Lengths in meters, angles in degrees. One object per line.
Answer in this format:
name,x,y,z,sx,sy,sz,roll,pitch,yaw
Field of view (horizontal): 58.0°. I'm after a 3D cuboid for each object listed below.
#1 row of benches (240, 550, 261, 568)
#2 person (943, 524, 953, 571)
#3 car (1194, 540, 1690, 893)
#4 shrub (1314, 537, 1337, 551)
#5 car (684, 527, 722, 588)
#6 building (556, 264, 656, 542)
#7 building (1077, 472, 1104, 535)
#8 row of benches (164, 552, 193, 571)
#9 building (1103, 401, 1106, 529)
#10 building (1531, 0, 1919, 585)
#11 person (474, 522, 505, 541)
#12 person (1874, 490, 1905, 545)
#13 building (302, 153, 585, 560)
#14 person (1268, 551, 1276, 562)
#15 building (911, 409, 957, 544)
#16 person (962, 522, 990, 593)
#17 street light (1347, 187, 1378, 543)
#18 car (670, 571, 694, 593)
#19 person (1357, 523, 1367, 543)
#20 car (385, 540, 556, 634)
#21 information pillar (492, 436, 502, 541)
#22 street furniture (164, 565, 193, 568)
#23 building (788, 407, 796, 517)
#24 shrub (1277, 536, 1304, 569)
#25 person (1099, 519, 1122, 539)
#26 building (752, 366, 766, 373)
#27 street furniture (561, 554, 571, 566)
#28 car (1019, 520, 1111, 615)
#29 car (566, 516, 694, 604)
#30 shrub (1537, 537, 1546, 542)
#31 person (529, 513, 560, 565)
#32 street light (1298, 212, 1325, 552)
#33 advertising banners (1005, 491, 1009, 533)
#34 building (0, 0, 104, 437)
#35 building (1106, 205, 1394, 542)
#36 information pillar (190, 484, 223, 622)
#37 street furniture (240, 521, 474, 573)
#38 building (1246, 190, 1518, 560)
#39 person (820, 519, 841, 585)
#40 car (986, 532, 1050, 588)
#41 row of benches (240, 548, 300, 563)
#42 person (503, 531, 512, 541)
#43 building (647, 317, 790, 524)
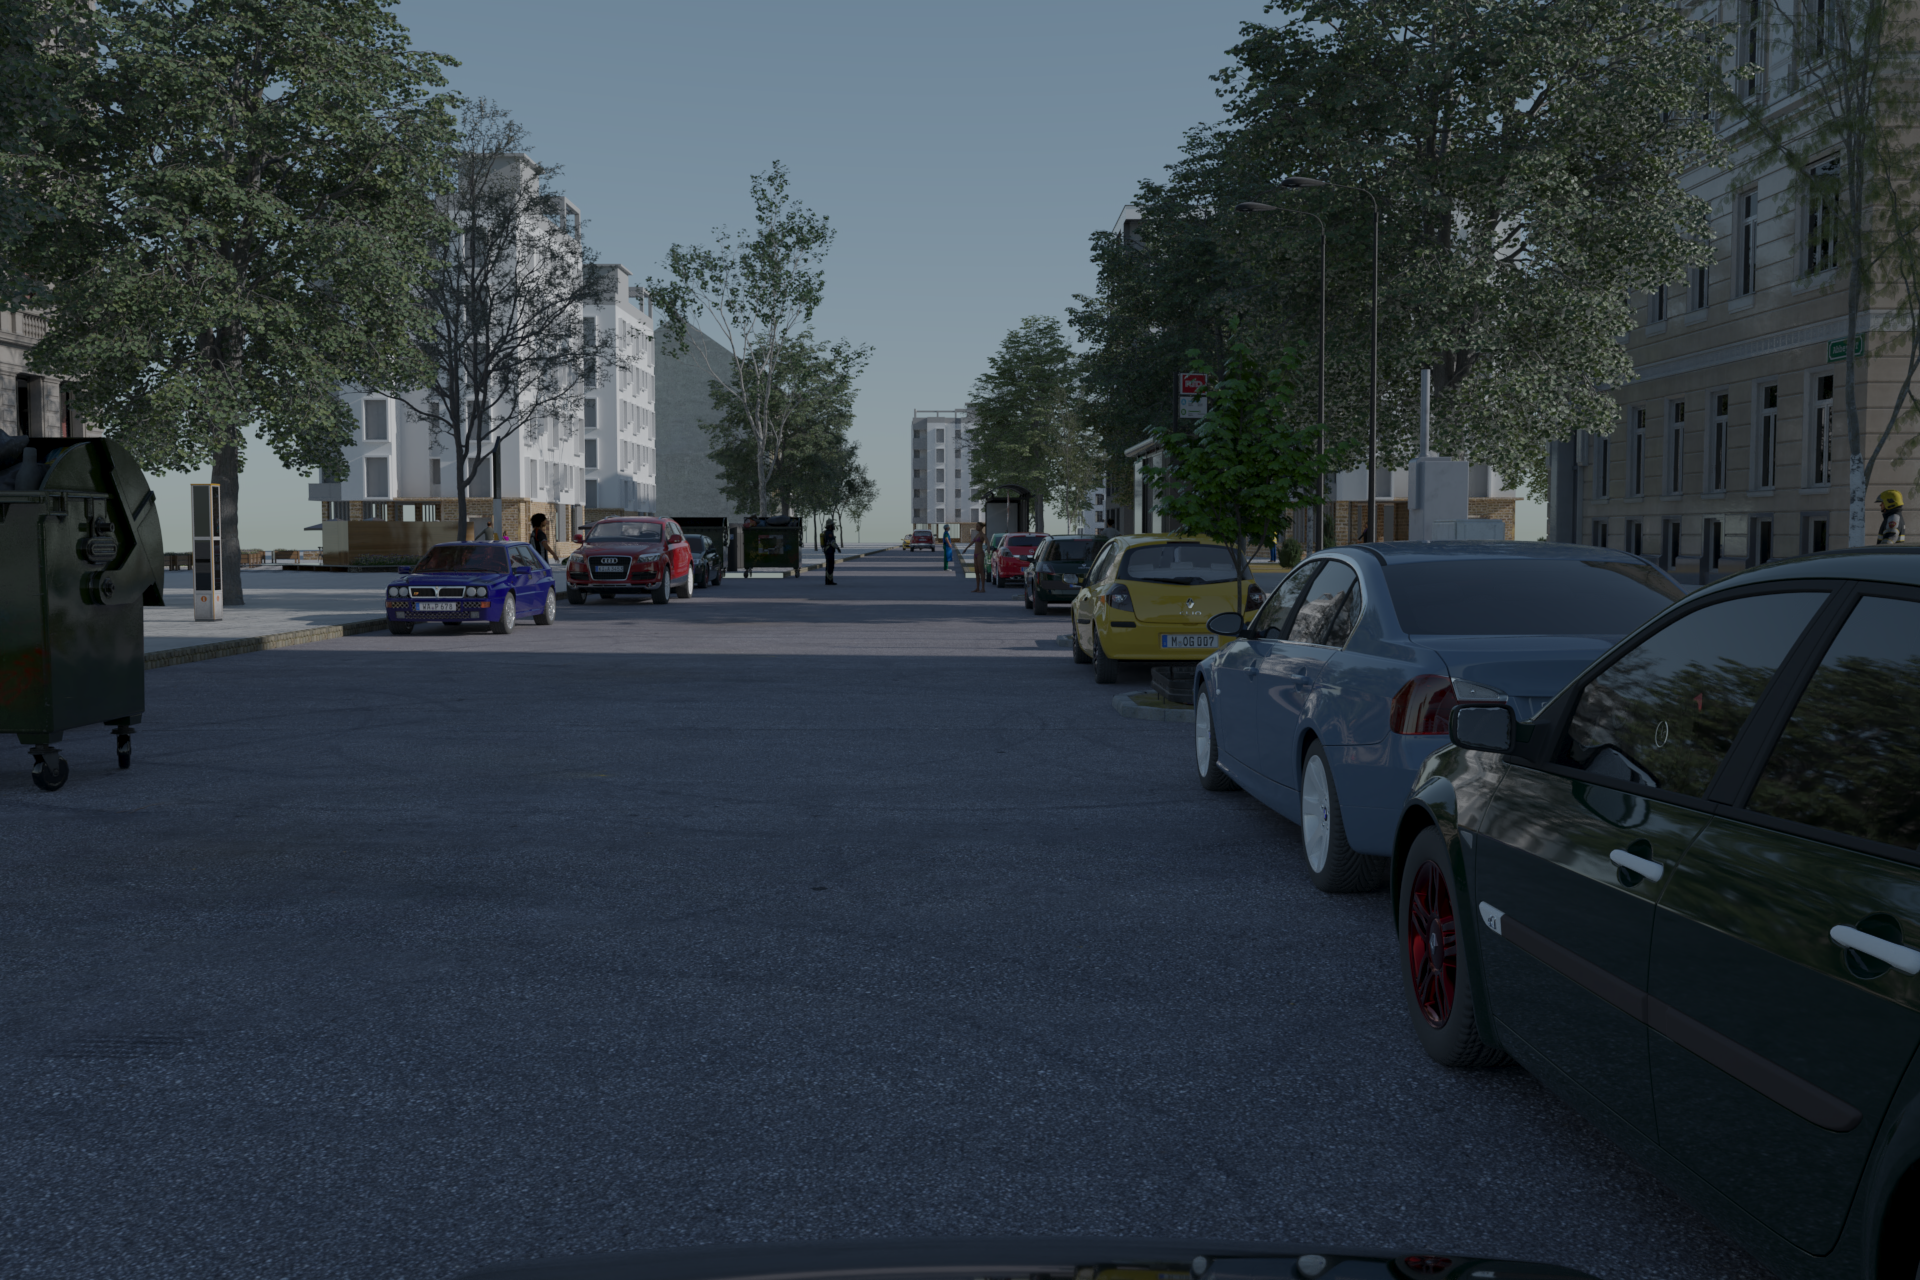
row of benches,-27.343,-3.116,66.412,1.422,0.672,4.104,-1,4,-17
person,-0.481,-3.561,66.809,0.704,1.817,1.347,0,4,-4
car,2.255,0.231,8.225,2.014,1.417,4.499,0,4,-1
shrub,14.790,-3.605,70.064,1.383,1.207,1.383,0,3,0
car,-7.520,-2.267,46.848,2.009,1.686,4.222,0,3,0
building,-28.787,-16.273,122.488,16.016,20.090,11.380,0,4,0
building,20.494,-17.256,224.280,9.099,9.664,28.070,0,3,0
row of benches,-27.609,-2.783,60.967,1.422,0.672,4.104,0,3,0
building,21.492,-20.853,197.360,16.016,20.090,11.380,0,4,0
building,24.706,-15.812,44.431,13.634,28.700,20.117,0,3,0
person,-19.529,-4.015,71.914,1.348,1.796,0.705,0,4,-5
person,12.061,-1.026,22.538,0.704,1.858,1.351,2,4,33
building,-26.679,-14.125,87.367,16.016,20.090,11.380,0,4,0
person,14.240,-4.446,79.162,0.721,1.772,1.216,3,5,43
building,-6.831,-24.098,252.886,11.380,20.090,16.016,0,4,2
person,0.413,-2.032,42.488,0.721,1.733,1.217,-2,4,-31
street light,5.957,-3.069,22.712,1.470,5.913,1.316,0,4,0
car,-7.634,-2.035,42.867,1.945,1.707,3.694,0,4,-1
person,18.534,-4.456,79.073,0.704,1.802,1.346,-1,4,-16
car,-7.277,-0.818,25.957,1.945,1.354,3.894,0,3,0
information pillar,-10.993,-3.048,41.184,0.183,3.616,0.504,0,4,-1
street furniture,-34.326,-3.057,65.612,5.734,0.657,10.072,3,5,44
building,-31.262,-22.058,227.103,16.747,18.905,31.486,0,4,-1
shrub,12.013,-3.173,62.993,1.383,1.207,1.383,0,3,0
person,4.375,-2.707,51.035,1.217,1.739,0.721,-1,4,-18
building,-27.355,-20.757,195.793,16.016,20.090,11.380,0,3,0
street furniture,-12.843,-3.530,73.340,10.072,0.657,5.734,-3,5,-43
car,2.122,-1.360,32.028,2.009,1.686,4.222,0,4,-1
car,-6.986,-1.735,37.038,2.281,1.827,5.304,0,4,0
shrub,25.309,-3.923,75.259,1.383,1.207,1.383,0,3,0
person,-7.736,-1.433,32.028,0.704,1.843,1.345,-2,4,-33
street light,5.631,-3.173,24.422,1.470,5.913,1.316,0,3,0
advertising banners,1.833,-4.376,67.728,0.090,3.025,2.074,0,4,-1
building,-31.960,-13.321,45.519,11.050,23.595,19.941,0,4,0
building,24.203,-17.129,124.041,27.936,21.610,32.646,0,4,0
information pillar,-11.031,-1.277,25.368,0.304,2.012,0.304,0,3,0
street furniture,-18.915,-3.331,61.314,9.812,1.723,11.010,3,5,44
building,21.483,-14.792,98.268,16.016,20.090,11.380,0,4,-1
person,-3.636,-2.476,48.721,0.705,1.856,1.354,-1,4,-20
car,1.819,-2.361,47.649,2.155,1.783,4.494,0,4,-2
row of benches,-30.987,-3.671,75.483,4.104,0.672,1.422,-2,4,-34
person,-19.582,-4.015,74.919,0.599,1.433,0.991,2,4,28
building,-28.313,-21.521,182.792,19.493,23.208,18.063,0,4,0
